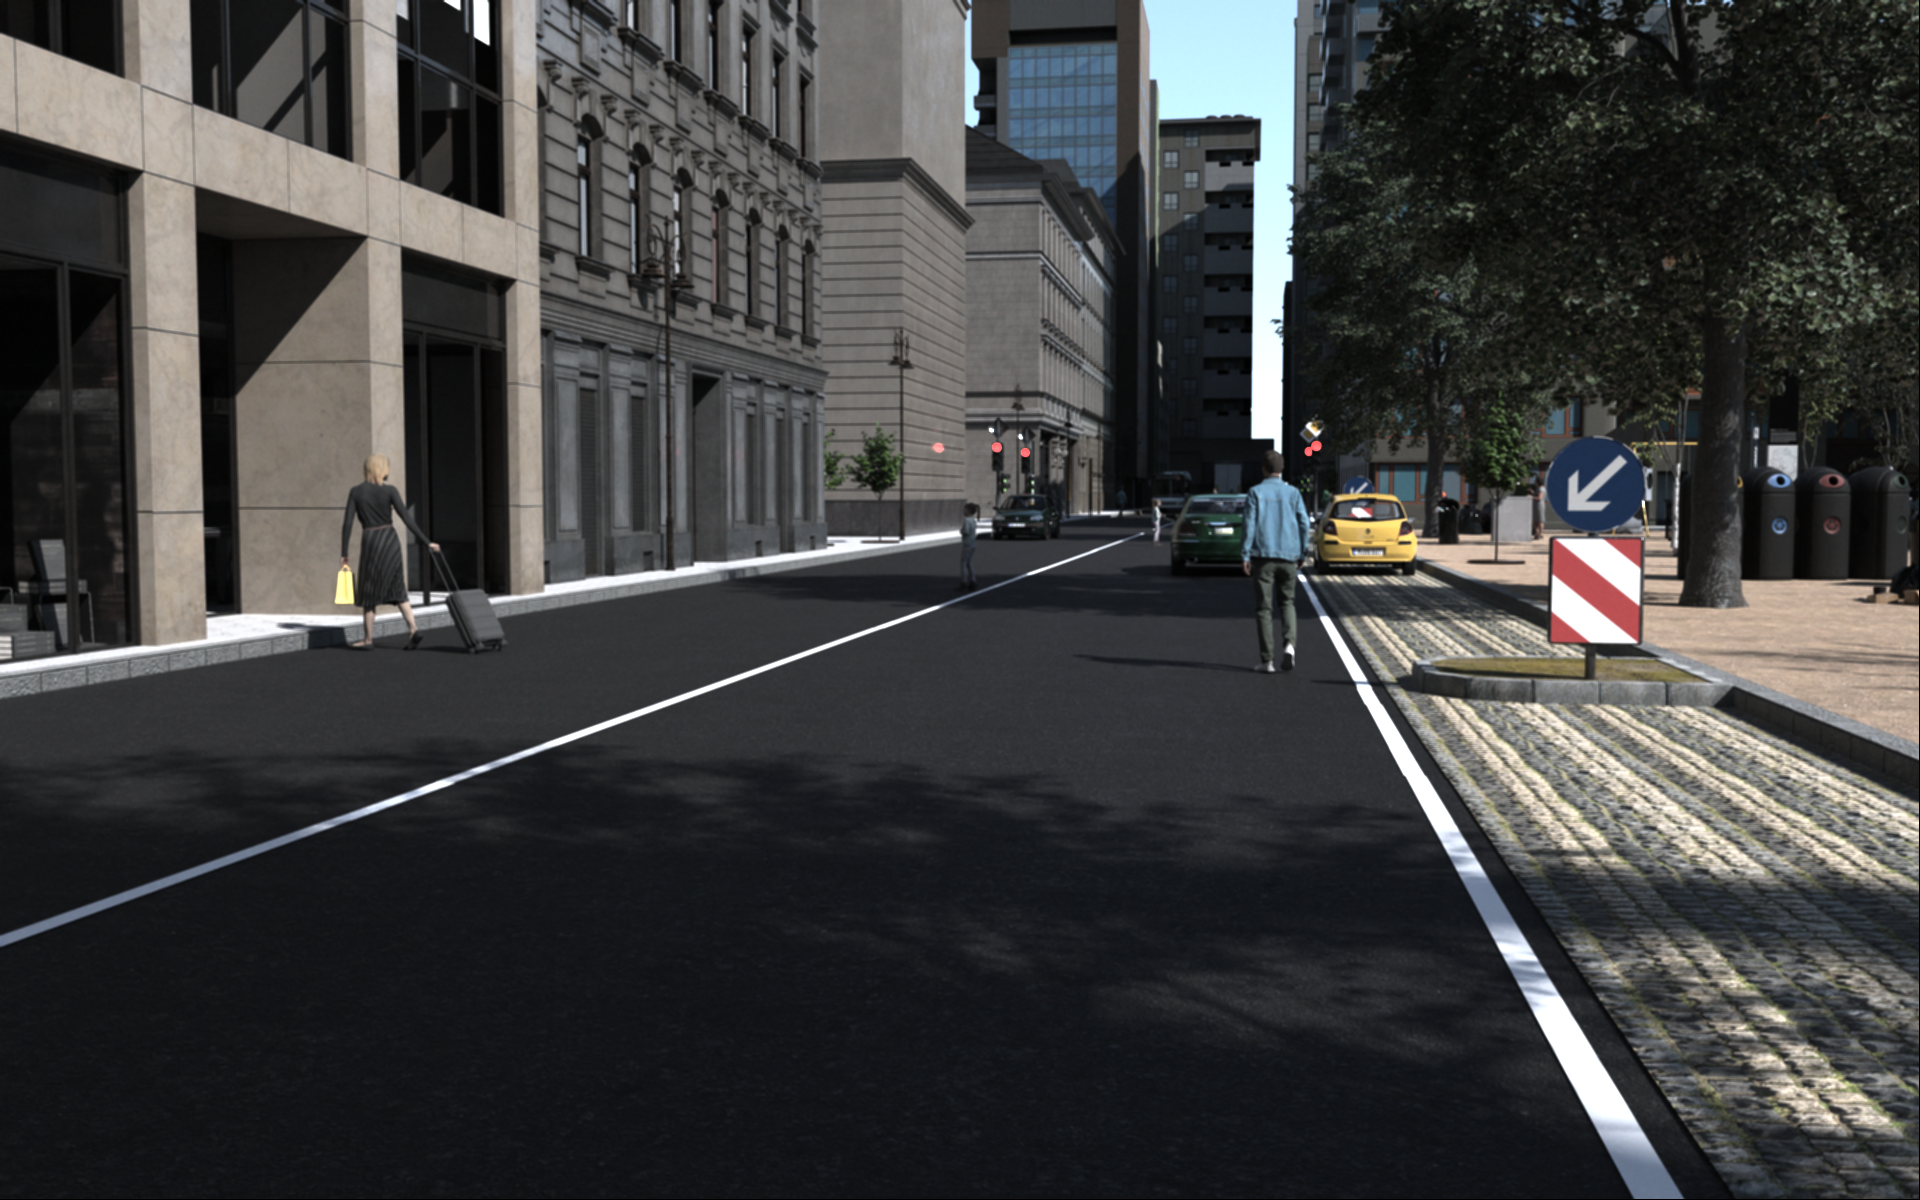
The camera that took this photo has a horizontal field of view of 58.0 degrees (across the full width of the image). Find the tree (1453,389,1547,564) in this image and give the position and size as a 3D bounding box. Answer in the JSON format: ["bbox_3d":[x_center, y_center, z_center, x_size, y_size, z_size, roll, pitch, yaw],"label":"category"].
[{"bbox_3d":[10.071,-2.290,32.042,1.663,3.219,1.824,0,3,0],"label":"tree"}]

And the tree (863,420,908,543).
[{"bbox_3d":[-2.240,-3.113,45.494,1.663,3.219,1.824,0,3,0],"label":"tree"}]

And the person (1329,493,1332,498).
[{"bbox_3d":[24.131,-6.527,113.114,0.532,1.782,0.716,0,4,-4],"label":"person"}]

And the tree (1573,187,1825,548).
[{"bbox_3d":[16.933,-5.563,41.320,4.737,8.622,4.395,0,3,0],"label":"tree"}]

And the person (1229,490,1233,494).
[{"bbox_3d":[21.015,-7.666,134.203,0.716,1.782,0.532,-2,4,-34],"label":"person"}]

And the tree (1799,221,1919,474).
[{"bbox_3d":[24.860,-5.880,46.494,4.360,8.622,3.978,0,3,0],"label":"tree"}]

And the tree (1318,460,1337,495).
[{"bbox_3d":[21.144,-6.303,97.650,1.663,3.219,1.824,0,3,0],"label":"tree"}]

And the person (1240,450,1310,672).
[{"bbox_3d":[2.522,-0.308,13.877,0.601,1.785,0.444,0,4,-4],"label":"person"}]

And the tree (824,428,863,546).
[{"bbox_3d":[-3.668,-2.946,42.762,1.663,3.219,1.824,0,3,0],"label":"tree"}]

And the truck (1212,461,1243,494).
[{"bbox_3d":[23.697,-10.063,153.449,2.839,4.237,11.283,1,4,9],"label":"truck"}]

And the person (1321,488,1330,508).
[{"bbox_3d":[21.268,-5.755,100.381,0.600,1.795,0.529,-1,4,-14],"label":"person"}]

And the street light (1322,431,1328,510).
[{"bbox_3d":[22.073,-8.075,104.811,0.468,5.910,1.993,1,4,10],"label":"street light"}]

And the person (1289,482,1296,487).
[{"bbox_3d":[10.017,-2.685,52.577,0.466,1.800,0.511,-2,4,-24],"label":"person"}]

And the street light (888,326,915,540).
[{"bbox_3d":[-1.614,-4.599,47.974,0.468,5.910,1.993,1,4,10],"label":"street light"}]

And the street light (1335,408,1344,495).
[{"bbox_3d":[18.643,-6.881,85.297,0.468,5.910,1.993,1,4,10],"label":"street light"}]

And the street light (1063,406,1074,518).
[{"bbox_3d":[5.701,-7.242,91.188,0.468,5.910,1.993,1,4,10],"label":"street light"}]

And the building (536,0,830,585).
[{"bbox_3d":[-9.214,-11.178,31.908,9.793,20.994,18.267,1,4,10],"label":"building"}]

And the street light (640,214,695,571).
[{"bbox_3d":[-4.867,-3.432,28.909,0.468,5.910,1.993,1,4,10],"label":"street light"}]

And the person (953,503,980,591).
[{"bbox_3d":[0.099,-0.789,25.679,0.394,1.301,0.425,0,4,3],"label":"person"}]

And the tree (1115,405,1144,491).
[{"bbox_3d":[13.356,-11.808,143.425,4.360,8.622,3.978,0,3,0],"label":"tree"}]

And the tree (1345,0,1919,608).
[{"bbox_3d":[8.663,-6.899,19.455,9.857,13.997,8.962,0,3,0],"label":"tree"}]

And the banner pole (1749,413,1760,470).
[{"bbox_3d":[24.622,-3.899,53.759,0.863,3.779,0.401,-3,5,-43],"label":"banner pole"}]

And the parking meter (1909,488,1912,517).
[{"bbox_3d":[32.031,-3.074,58.672,0.372,1.533,0.369,0,3,0],"label":"parking meter"}]

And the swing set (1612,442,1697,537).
[{"bbox_3d":[21.789,-3.381,52.902,3.119,2.851,2.862,0,3,0],"label":"swing set"}]

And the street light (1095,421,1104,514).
[{"bbox_3d":[8.837,-8.395,110.038,0.468,5.910,1.993,1,4,10],"label":"street light"}]

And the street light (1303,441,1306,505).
[{"bbox_3d":[28.418,-10.398,142.788,0.468,5.910,1.993,1,4,10],"label":"street light"}]

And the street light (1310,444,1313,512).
[{"bbox_3d":[25.198,-9.234,123.759,0.468,5.910,1.993,1,4,10],"label":"street light"}]

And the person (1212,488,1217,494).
[{"bbox_3d":[16.201,-6.221,110.390,0.473,1.802,0.592,2,4,27],"label":"person"}]

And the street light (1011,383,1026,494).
[{"bbox_3d":[2.412,-6.074,72.093,0.468,5.910,1.993,1,4,10],"label":"street light"}]

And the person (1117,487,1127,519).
[{"bbox_3d":[9.230,-5.580,99.588,0.748,1.841,0.638,-3,5,-39],"label":"person"}]

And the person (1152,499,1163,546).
[{"bbox_3d":[5.466,-2.154,48.003,0.394,1.301,0.425,-1,4,-22],"label":"person"}]

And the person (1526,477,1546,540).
[{"bbox_3d":[16.071,-2.568,48.392,0.532,1.782,0.716,1,4,15],"label":"person"}]

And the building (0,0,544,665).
[{"bbox_3d":[-17.721,-12.363,6.647,19.350,26.468,34.151,1,4,10],"label":"building"}]

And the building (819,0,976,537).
[{"bbox_3d":[-12.631,-15.987,58.647,25.104,27.353,12.463,1,4,10],"label":"building"}]

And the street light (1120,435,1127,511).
[{"bbox_3d":[12.266,-9.596,129.683,0.468,5.910,1.993,1,4,10],"label":"street light"}]

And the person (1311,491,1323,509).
[{"bbox_3d":[30.974,-8.859,150.890,1.348,1.823,0.705,0,4,-3],"label":"person"}]

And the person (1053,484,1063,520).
[{"bbox_3d":[4.791,-4.751,84.002,0.573,1.790,0.520,0,4,1],"label":"person"}]

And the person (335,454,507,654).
[{"bbox_3d":[-4.957,-0.429,15.727,1.509,1.804,0.699,1,4,21],"label":"person"}]

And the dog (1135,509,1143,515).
[{"bbox_3d":[12.283,-6.029,118.764,0.550,0.427,0.748,-1,4,-12],"label":"dog"}]

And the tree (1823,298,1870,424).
[{"bbox_3d":[27.668,-6.497,56.596,4.737,8.622,4.395,0,3,0],"label":"tree"}]
